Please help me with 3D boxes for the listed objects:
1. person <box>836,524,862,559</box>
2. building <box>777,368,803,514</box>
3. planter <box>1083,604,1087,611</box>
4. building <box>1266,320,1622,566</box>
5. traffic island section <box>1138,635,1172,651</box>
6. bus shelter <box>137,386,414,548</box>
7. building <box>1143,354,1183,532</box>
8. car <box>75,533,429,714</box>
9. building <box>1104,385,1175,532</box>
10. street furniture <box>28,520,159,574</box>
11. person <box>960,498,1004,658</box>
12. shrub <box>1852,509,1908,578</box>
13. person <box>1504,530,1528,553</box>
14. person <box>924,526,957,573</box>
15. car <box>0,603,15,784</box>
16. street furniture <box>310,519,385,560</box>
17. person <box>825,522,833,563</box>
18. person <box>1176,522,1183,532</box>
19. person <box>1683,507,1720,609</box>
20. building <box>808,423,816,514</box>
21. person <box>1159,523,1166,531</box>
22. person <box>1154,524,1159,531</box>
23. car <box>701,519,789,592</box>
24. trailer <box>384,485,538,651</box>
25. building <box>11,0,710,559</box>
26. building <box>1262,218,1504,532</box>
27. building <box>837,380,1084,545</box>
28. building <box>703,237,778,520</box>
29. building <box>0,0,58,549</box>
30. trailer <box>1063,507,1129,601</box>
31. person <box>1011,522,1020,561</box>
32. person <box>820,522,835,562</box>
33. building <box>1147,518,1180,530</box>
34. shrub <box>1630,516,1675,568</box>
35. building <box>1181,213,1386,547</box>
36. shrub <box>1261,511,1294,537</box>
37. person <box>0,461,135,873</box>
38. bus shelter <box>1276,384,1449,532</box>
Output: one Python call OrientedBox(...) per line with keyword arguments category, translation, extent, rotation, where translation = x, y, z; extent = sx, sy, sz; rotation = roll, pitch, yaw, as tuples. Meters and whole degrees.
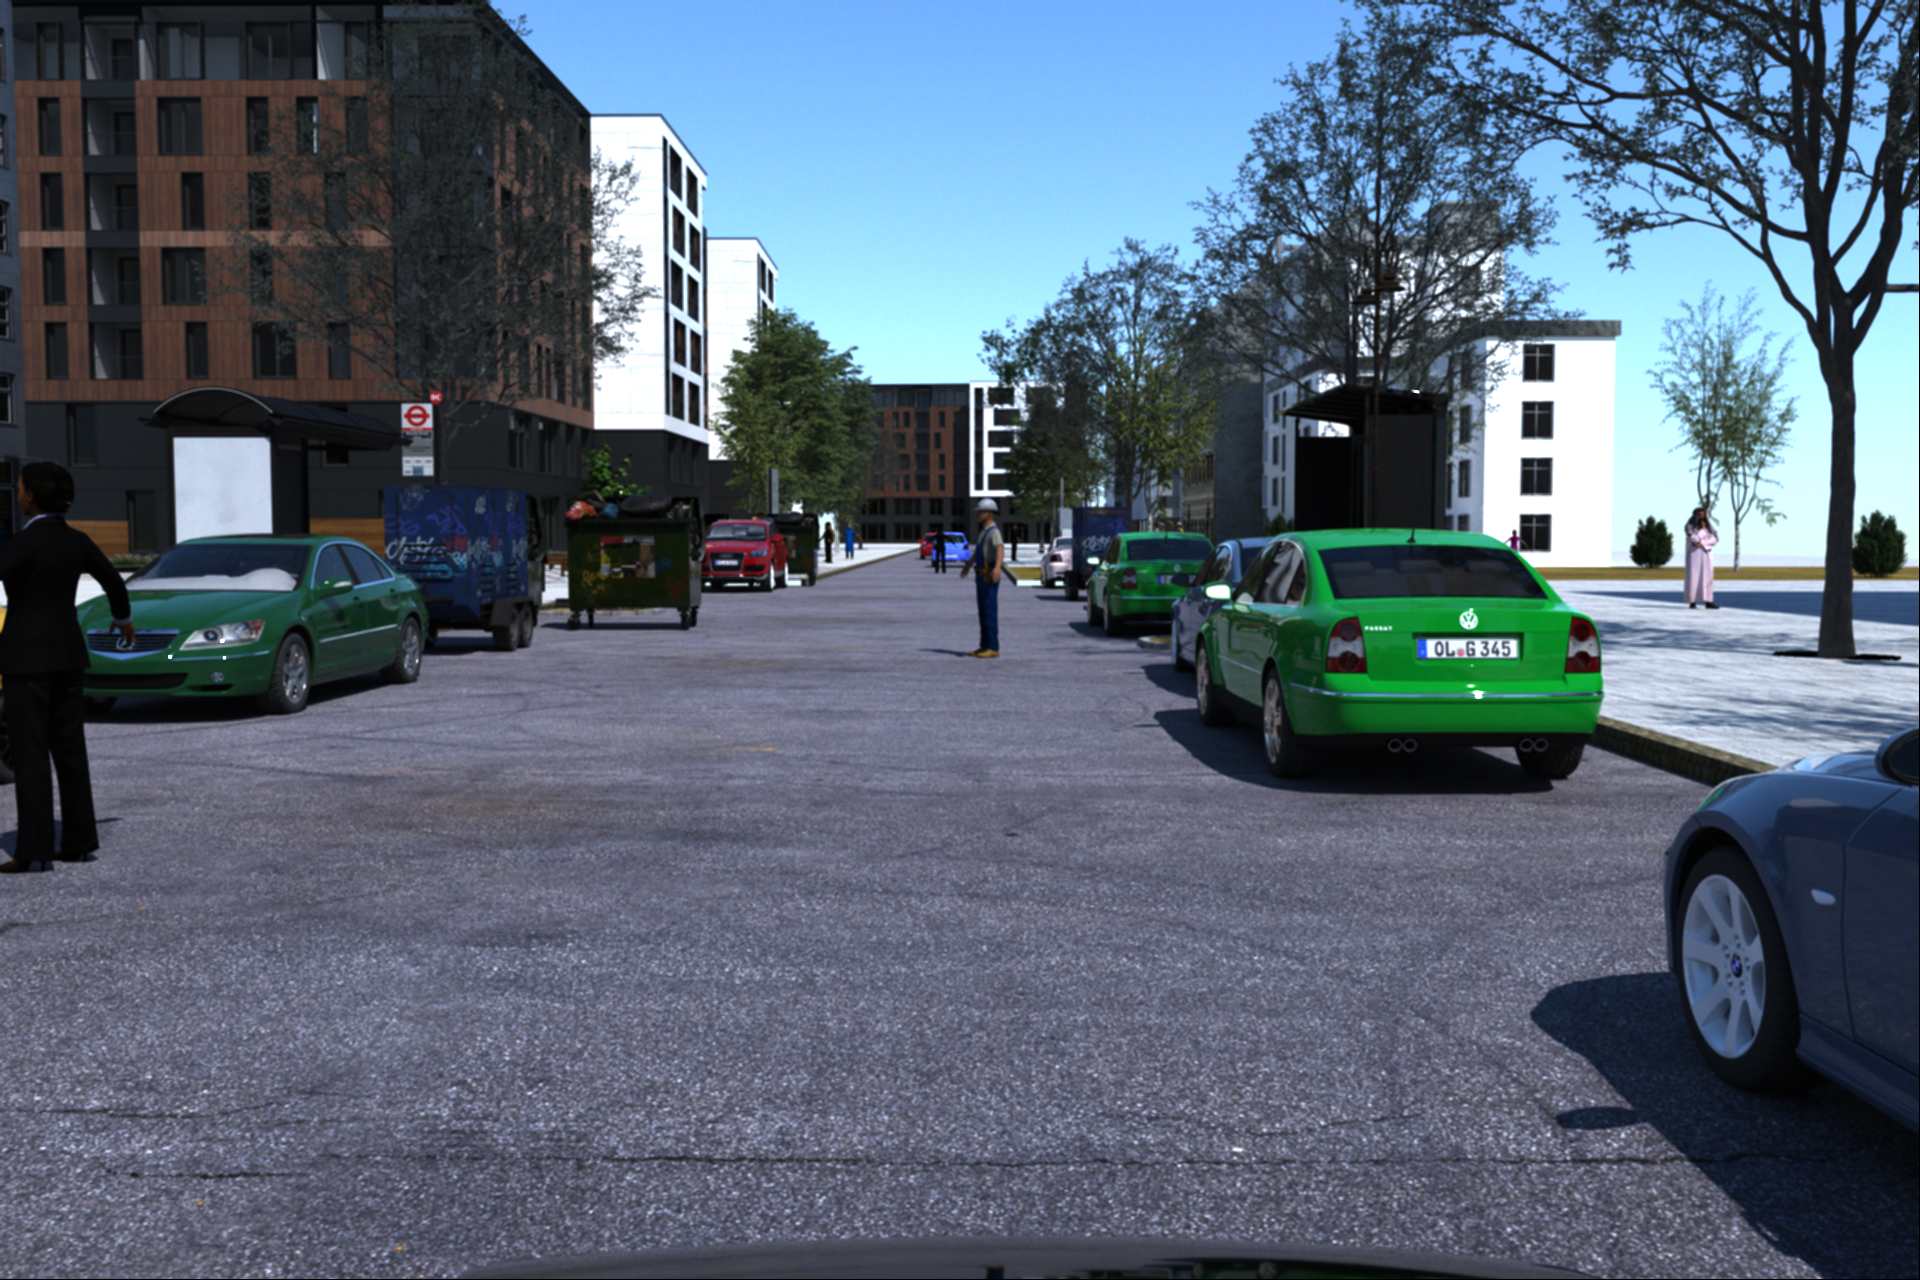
OrientedBox(category="person", translation=(-5.600, -4.992, 87.746), extent=(1.347, 1.817, 0.704), rotation=(0, 4, 4))
OrientedBox(category="building", translation=(-23.208, -20.213, 186.907), extent=(16.016, 20.090, 11.380), rotation=(0, 4, 0))
OrientedBox(category="planter", translation=(3.363, -0.721, 32.920), extent=(1.991, 0.319, 1.994), rotation=(0, 3, 0))
OrientedBox(category="building", translation=(21.402, -8.560, 82.111), extent=(9.099, 9.664, 28.070), rotation=(0, 4, 0))
OrientedBox(category="traffic island section", translation=(3.293, 0.046, 22.112), extent=(1.991, 0.108, 1.994), rotation=(0, 4, 1))
OrientedBox(category="bus shelter", translation=(-10.226, -1.993, 26.504), extent=(2.014, 3.302, 5.546), rotation=(0, 4, 0))
OrientedBox(category="building", translation=(24.470, -19.914, 182.005), extent=(16.016, 20.090, 11.380), rotation=(0, 4, 1))
OrientedBox(category="car", translation=(-6.187, -0.213, 15.284), extent=(2.131, 1.459, 4.920), rotation=(0, 4, 1))
OrientedBox(category="building", translation=(23.240, -22.013, 216.326), extent=(16.016, 20.090, 11.380), rotation=(0, 4, 1))
OrientedBox(category="street furniture", translation=(-29.915, -3.158, 58.490), extent=(9.812, 1.723, 11.010), rotation=(1, 4, 18))
OrientedBox(category="person", translation=(0.293, -0.726, 20.187), extent=(0.705, 1.847, 1.347), rotation=(-1, 4, -16))
OrientedBox(category="shrub", translation=(26.989, -2.845, 50.936), extent=(1.690, 2.028, 1.600), rotation=(0, 3, 0))
OrientedBox(category="person", translation=(18.692, -3.011, 58.489), extent=(0.991, 1.433, 0.599), rotation=(0, 4, 1))
OrientedBox(category="person", translation=(-0.708, -3.298, 63.100), extent=(1.216, 1.740, 0.721), rotation=(0, 4, 3))
OrientedBox(category="car", translation=(-6.261, 0.100, 8.585), extent=(2.015, 1.641, 3.980), rotation=(0, 3, 0))
OrientedBox(category="street furniture", translation=(-18.494, -2.756, 51.915), extent=(9.812, 1.723, 11.010), rotation=(1, 4, 11))
OrientedBox(category="person", translation=(-5.796, -4.320, 76.826), extent=(0.705, 1.806, 1.347), rotation=(0, 4, 1))
OrientedBox(category="person", translation=(10.105, -4.531, 80.053), extent=(0.705, 1.833, 1.349), rotation=(1, 4, 19))
OrientedBox(category="person", translation=(12.709, -1.410, 29.771), extent=(0.551, 1.740, 0.621), rotation=(-1, 4, -21))
OrientedBox(category="building", translation=(-27.763, -23.212, 210.446), extent=(19.493, 23.208, 18.063), rotation=(0, 4, 1))
OrientedBox(category="person", translation=(8.621, -4.166, 74.577), extent=(0.721, 1.772, 1.216), rotation=(-2, 4, -24))
OrientedBox(category="person", translation=(9.886, -4.983, 87.658), extent=(0.705, 1.806, 1.347), rotation=(-1, 4, -11))
OrientedBox(category="car", translation=(-5.612, -2.186, 44.417), extent=(2.281, 1.827, 5.304), rotation=(0, 4, 1))
OrientedBox(category="trailer", translation=(-6.164, -0.839, 20.765), extent=(1.471, 1.999, 3.904), rotation=(0, 4, 1))
OrientedBox(category="building", translation=(-28.475, -14.597, 82.636), extent=(27.936, 21.610, 32.646), rotation=(0, 4, 1))
OrientedBox(category="building", translation=(24.634, -15.542, 110.525), extent=(16.016, 20.090, 11.380), rotation=(0, 3, 0))
OrientedBox(category="building", translation=(0.733, -24.299, 243.726), extent=(32.646, 21.610, 27.936), rotation=(0, 4, 7))
OrientedBox(category="building", translation=(-27.901, -16.727, 117.459), extent=(27.936, 21.610, 32.646), rotation=(0, 4, 0))
OrientedBox(category="building", translation=(-32.345, -13.511, 39.316), extent=(11.959, 24.771, 22.079), rotation=(0, 4, 1))
OrientedBox(category="trailer", translation=(3.010, -1.904, 38.171), extent=(1.471, 1.999, 3.904), rotation=(0, 4, -1))
OrientedBox(category="person", translation=(2.609, -4.679, 82.440), extent=(0.705, 1.837, 1.347), rotation=(-1, 4, -12))
OrientedBox(category="person", translation=(-6.077, -4.513, 79.549), extent=(0.705, 1.858, 1.354), rotation=(-2, 4, -34))
OrientedBox(category="building", translation=(26.697, -20.925, 198.546), extent=(16.016, 20.090, 11.380), rotation=(0, 3, 0))
OrientedBox(category="shrub", translation=(25.942, -3.702, 64.942), extent=(1.690, 2.028, 1.600), rotation=(0, 3, 0))
OrientedBox(category="building", translation=(26.579, -18.052, 126.086), extent=(19.493, 23.208, 18.063), rotation=(0, 4, 0))
OrientedBox(category="shrub", translation=(10.405, -3.162, 56.120), extent=(1.690, 2.028, 1.600), rotation=(0, 3, 0))
OrientedBox(category="person", translation=(-3.990, 0.106, 7.441), extent=(0.721, 1.740, 1.216), rotation=(1, 4, 16))
OrientedBox(category="bus shelter", translation=(6.873, -2.378, 30.171), extent=(1.731, 3.624, 6.357), rotation=(0, 4, 1))
